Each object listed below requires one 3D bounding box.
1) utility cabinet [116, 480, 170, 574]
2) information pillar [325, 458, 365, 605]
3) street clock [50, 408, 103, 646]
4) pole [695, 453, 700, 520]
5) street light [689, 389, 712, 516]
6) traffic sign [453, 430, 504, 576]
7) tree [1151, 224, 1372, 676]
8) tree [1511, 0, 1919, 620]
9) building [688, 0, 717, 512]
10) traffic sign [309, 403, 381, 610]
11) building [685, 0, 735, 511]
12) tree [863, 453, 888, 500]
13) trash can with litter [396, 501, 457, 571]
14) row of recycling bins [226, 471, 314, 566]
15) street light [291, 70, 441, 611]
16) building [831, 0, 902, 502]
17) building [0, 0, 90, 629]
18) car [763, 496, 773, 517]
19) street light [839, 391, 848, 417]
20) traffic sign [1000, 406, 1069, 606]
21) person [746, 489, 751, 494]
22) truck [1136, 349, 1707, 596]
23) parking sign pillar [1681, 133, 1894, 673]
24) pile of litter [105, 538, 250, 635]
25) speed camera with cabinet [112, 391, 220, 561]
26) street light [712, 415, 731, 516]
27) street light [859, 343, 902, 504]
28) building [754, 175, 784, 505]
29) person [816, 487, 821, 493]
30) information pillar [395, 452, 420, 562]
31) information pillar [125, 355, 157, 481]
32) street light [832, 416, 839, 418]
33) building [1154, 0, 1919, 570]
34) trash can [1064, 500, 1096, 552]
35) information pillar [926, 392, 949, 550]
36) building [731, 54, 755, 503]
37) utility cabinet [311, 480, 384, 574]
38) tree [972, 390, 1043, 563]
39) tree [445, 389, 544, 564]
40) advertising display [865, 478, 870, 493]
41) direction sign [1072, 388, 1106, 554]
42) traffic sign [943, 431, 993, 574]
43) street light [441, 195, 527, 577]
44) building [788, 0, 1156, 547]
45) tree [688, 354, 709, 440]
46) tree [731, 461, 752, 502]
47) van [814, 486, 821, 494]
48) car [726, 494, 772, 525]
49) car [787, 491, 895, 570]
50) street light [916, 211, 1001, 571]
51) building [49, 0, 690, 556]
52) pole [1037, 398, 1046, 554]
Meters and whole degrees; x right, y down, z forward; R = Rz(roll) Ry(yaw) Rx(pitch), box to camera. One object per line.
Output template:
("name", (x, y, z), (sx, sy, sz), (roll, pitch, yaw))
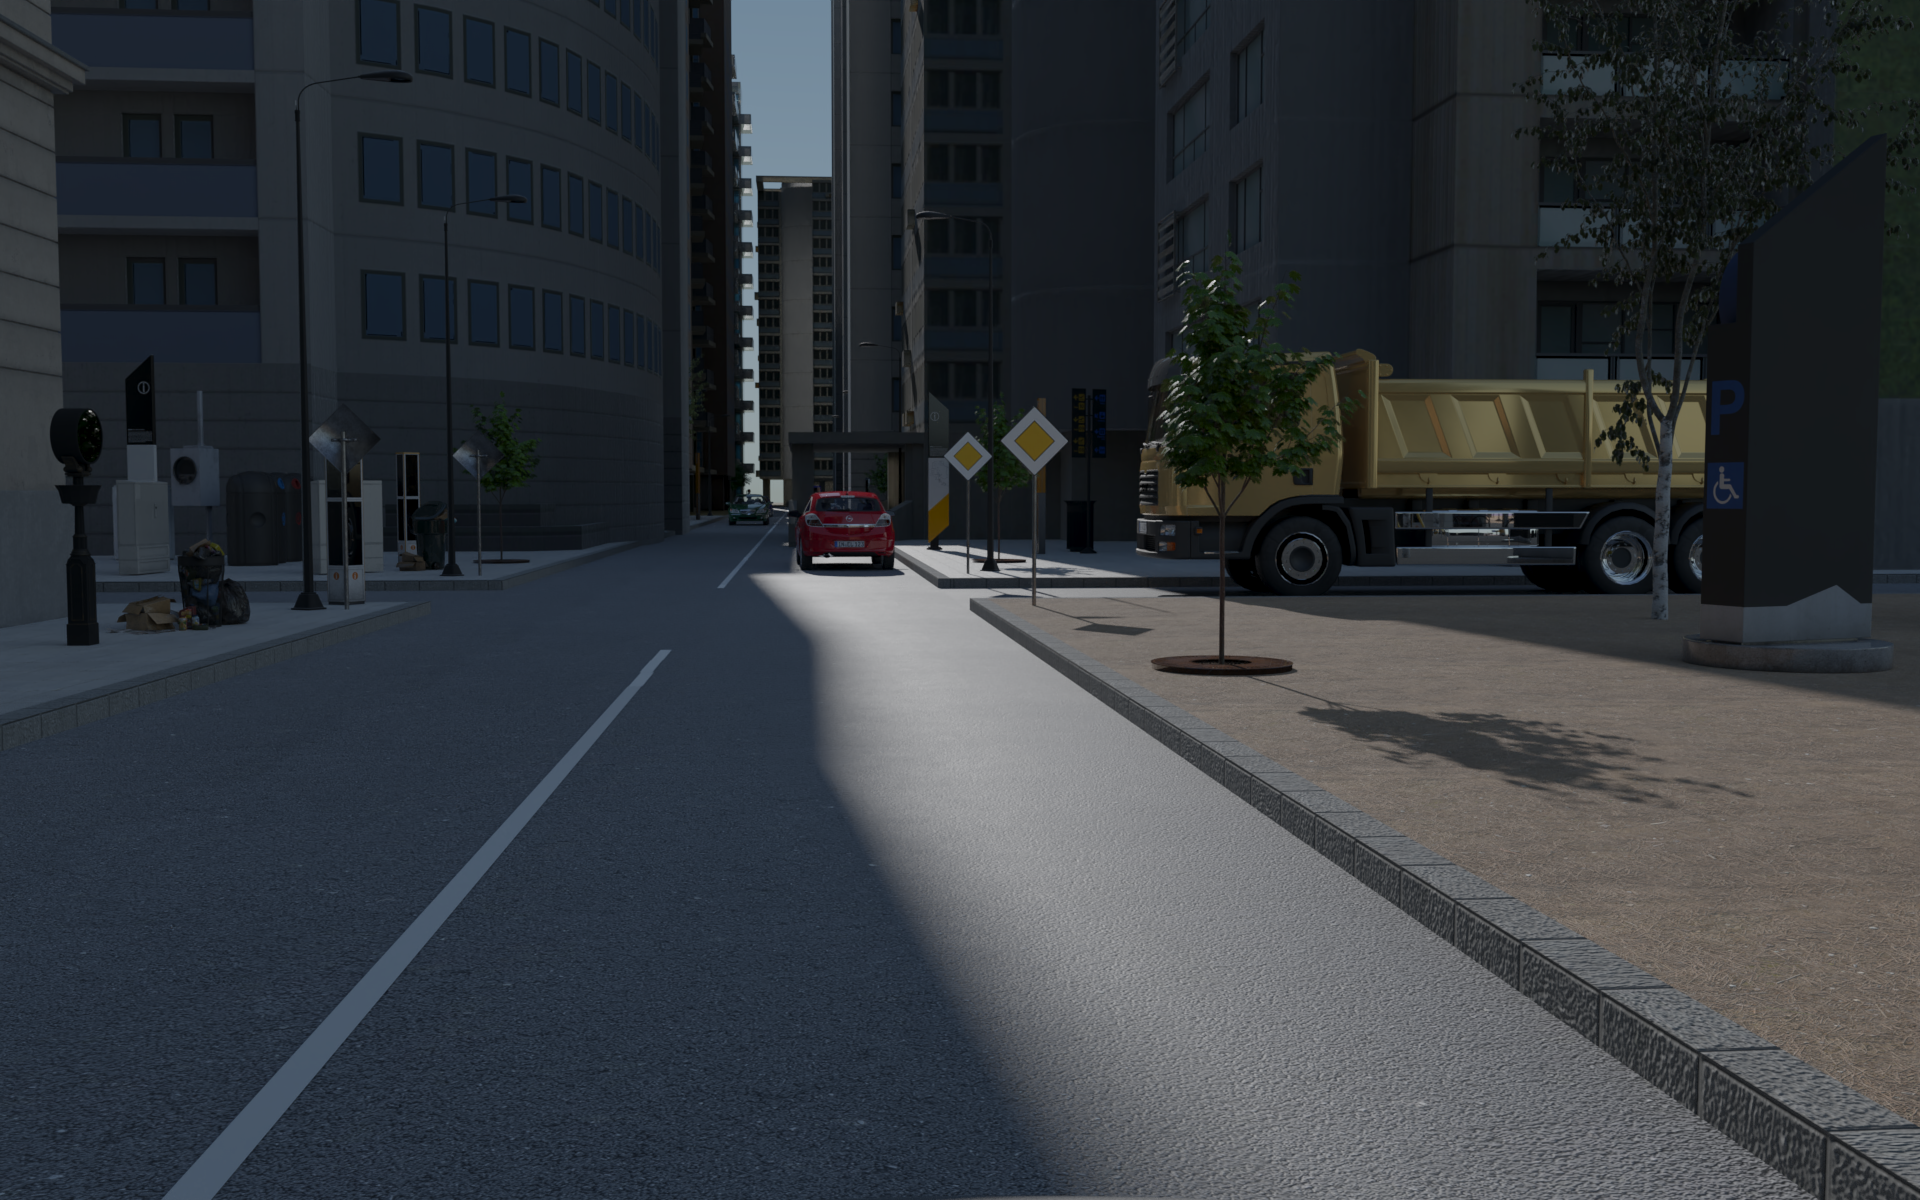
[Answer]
("utility cabinet", (-13.067, -1.167, 27.752), (0.318, 1.500, 1.173), (0, 4, -1))
("information pillar", (-7.131, -0.953, 20.074), (0.304, 2.012, 0.304), (2, 4, 27))
("street clock", (-7.456, -0.618, 14.668), (0.358, 2.002, 0.471), (0, 4, -1))
("pole", (-13.005, -5.631, 85.913), (0.158, 3.312, 0.155), (0, 3, 0))
("street light", (-11.875, -6.362, 76.559), (1.470, 5.913, 1.316), (0, 4, -5))
("traffic sign", (-7.539, -1.438, 27.150), (0.795, 2.450, 0.064), (0, 4, -5))
("tree", (1.864, -1.096, 12.526), (1.663, 3.219, 1.824), (0, 3, 0))
("tree", (7.400, -4.111, 17.584), (4.360, 8.622, 3.978), (0, 3, 0))
("building", (-27.796, -28.135, 114.640), (22.147, 44.769, 28.867), (0, 4, -5))
("traffic sign", (-6.816, -0.951, 19.197), (0.795, 2.450, 0.064), (0, 4, -5))
("building", (-25.110, -29.745, 136.448), (14.600, 45.320, 14.200), (0, 4, -5))
("tree", (-2.933, -4.660, 70.795), (1.663, 3.219, 1.824), (0, 3, 0))
("trash can with litter", (-8.997, -1.086, 29.148), (0.624, 1.170, 1.055), (1, 4, 15))
("row of recycling bins", (-12.884, -1.547, 32.412), (1.069, 1.692, 3.534), (0, 4, -6))
("street light", (-6.691, -2.847, 19.093), (1.470, 5.913, 1.316), (0, 4, -5))
("building", (-1.661, -38.071, 164.455), (21.231, 58.520, 28.212), (0, 4, -5))
("building", (-19.840, -13.639, 10.383), (23.554, 28.519, 14.401), (0, 4, -5))
("car", (-12.574, -5.831, 107.919), (1.945, 1.354, 3.894), (0, 4, -3))
("street light", (-4.578, -6.448, 77.967), (1.470, 5.913, 1.316), (0, 4, -5))
("traffic sign", (0.849, -0.993, 19.871), (0.795, 2.450, 0.064), (0, 4, -5))
("person", (-12.535, -5.774, 103.693), (0.721, 1.735, 1.217), (-1, 4, -14))
("truck", (6.631, -1.752, 24.565), (9.791, 3.379, 3.469), (0, 4, -4))
("parking sign pillar", (6.236, -1.499, 12.974), (1.447, 3.967, 1.447), (-1, 4, -22))
("pile of litter", (-7.554, -0.166, 16.673), (1.176, 0.858, 1.719), (1, 4, 20))
("speed camera with cabinet", (-15.284, -2.383, 33.296), (2.038, 3.252, 0.660), (1, 4, 16))
("street light", (-14.087, -7.870, 101.208), (1.470, 5.913, 1.316), (0, 4, -5))
("street light", (-2.384, -4.940, 53.317), (1.470, 5.913, 1.316), (0, 4, -5))
("building", (-11.650, -31.151, 201.196), (23.993, 40.220, 32.217), (0, 4, -5))
("person", (-7.863, -5.340, 95.912), (0.694, 1.812, 0.767), (1, 4, 12))
("information pillar", (-9.781, -1.604, 30.721), (0.304, 2.012, 0.304), (-3, 5, -44))
("information pillar", (-13.776, -2.315, 29.202), (0.504, 3.616, 0.183), (0, 4, 4))
("street light", (-6.874, -7.955, 102.609), (1.470, 5.913, 1.316), (0, 4, -5))
("building", (12.145, -21.473, 34.686), (14.086, 41.232, 14.154), (0, 4, -5))
("trash can", (2.670, -1.641, 38.476), (0.748, 1.137, 0.748), (0, 3, 0))
("information pillar", (-0.507, -2.961, 39.770), (0.504, 3.616, 0.183), (-1, 4, -14))
("building", (-38.538, -35.171, 194.650), (30.456, 49.044, 23.786), (0, 4, -5))
("utility cabinet", (-9.900, -1.176, 27.914), (0.318, 1.500, 1.173), (2, 4, 35))
("tree", (0.751, -2.309, 32.360), (1.663, 3.219, 1.824), (0, 3, 0))
("tree", (-8.473, -2.296, 32.138), (1.663, 3.219, 1.824), (0, 3, 0))
("advertising display", (-3.635, -3.855, 68.251), (0.123, 1.923, 0.974), (0, 4, 1))
("direction sign", (2.775, -2.771, 37.305), (0.876, 3.537, 0.379), (-2, 4, -30))
("traffic sign", (0.126, -1.479, 27.824), (0.795, 2.450, 0.064), (0, 4, -5))
("street light", (-7.414, -3.330, 26.979), (1.470, 5.913, 1.316), (0, 4, -5))
("building", (10.782, -22.142, 53.911), (32.217, 40.220, 23.993), (0, 4, -5))
("tree", (-12.737, -7.474, 72.555), (4.737, 8.622, 4.395), (0, 3, 0))
("tree", (-19.972, -10.263, 151.507), (4.285, 4.588, 4.351), (0, 3, 0))
("van", (-11.510, -7.799, 131.892), (2.240, 2.365, 5.245), (0, 4, -7))
("car", (-9.832, -4.222, 80.820), (2.131, 1.459, 4.920), (0, 4, -5))
("car", (-2.311, -1.537, 34.168), (2.155, 1.783, 4.494), (0, 4, -7))
("street light", (-0.032, -3.434, 28.681), (1.470, 5.913, 1.316), (0, 4, -5))
("building", (-19.285, -30.956, 48.123), (21.231, 58.520, 28.212), (0, 4, -5))
("pole", (1.730, -2.633, 36.886), (0.158, 3.312, 0.155), (0, 3, 0))
